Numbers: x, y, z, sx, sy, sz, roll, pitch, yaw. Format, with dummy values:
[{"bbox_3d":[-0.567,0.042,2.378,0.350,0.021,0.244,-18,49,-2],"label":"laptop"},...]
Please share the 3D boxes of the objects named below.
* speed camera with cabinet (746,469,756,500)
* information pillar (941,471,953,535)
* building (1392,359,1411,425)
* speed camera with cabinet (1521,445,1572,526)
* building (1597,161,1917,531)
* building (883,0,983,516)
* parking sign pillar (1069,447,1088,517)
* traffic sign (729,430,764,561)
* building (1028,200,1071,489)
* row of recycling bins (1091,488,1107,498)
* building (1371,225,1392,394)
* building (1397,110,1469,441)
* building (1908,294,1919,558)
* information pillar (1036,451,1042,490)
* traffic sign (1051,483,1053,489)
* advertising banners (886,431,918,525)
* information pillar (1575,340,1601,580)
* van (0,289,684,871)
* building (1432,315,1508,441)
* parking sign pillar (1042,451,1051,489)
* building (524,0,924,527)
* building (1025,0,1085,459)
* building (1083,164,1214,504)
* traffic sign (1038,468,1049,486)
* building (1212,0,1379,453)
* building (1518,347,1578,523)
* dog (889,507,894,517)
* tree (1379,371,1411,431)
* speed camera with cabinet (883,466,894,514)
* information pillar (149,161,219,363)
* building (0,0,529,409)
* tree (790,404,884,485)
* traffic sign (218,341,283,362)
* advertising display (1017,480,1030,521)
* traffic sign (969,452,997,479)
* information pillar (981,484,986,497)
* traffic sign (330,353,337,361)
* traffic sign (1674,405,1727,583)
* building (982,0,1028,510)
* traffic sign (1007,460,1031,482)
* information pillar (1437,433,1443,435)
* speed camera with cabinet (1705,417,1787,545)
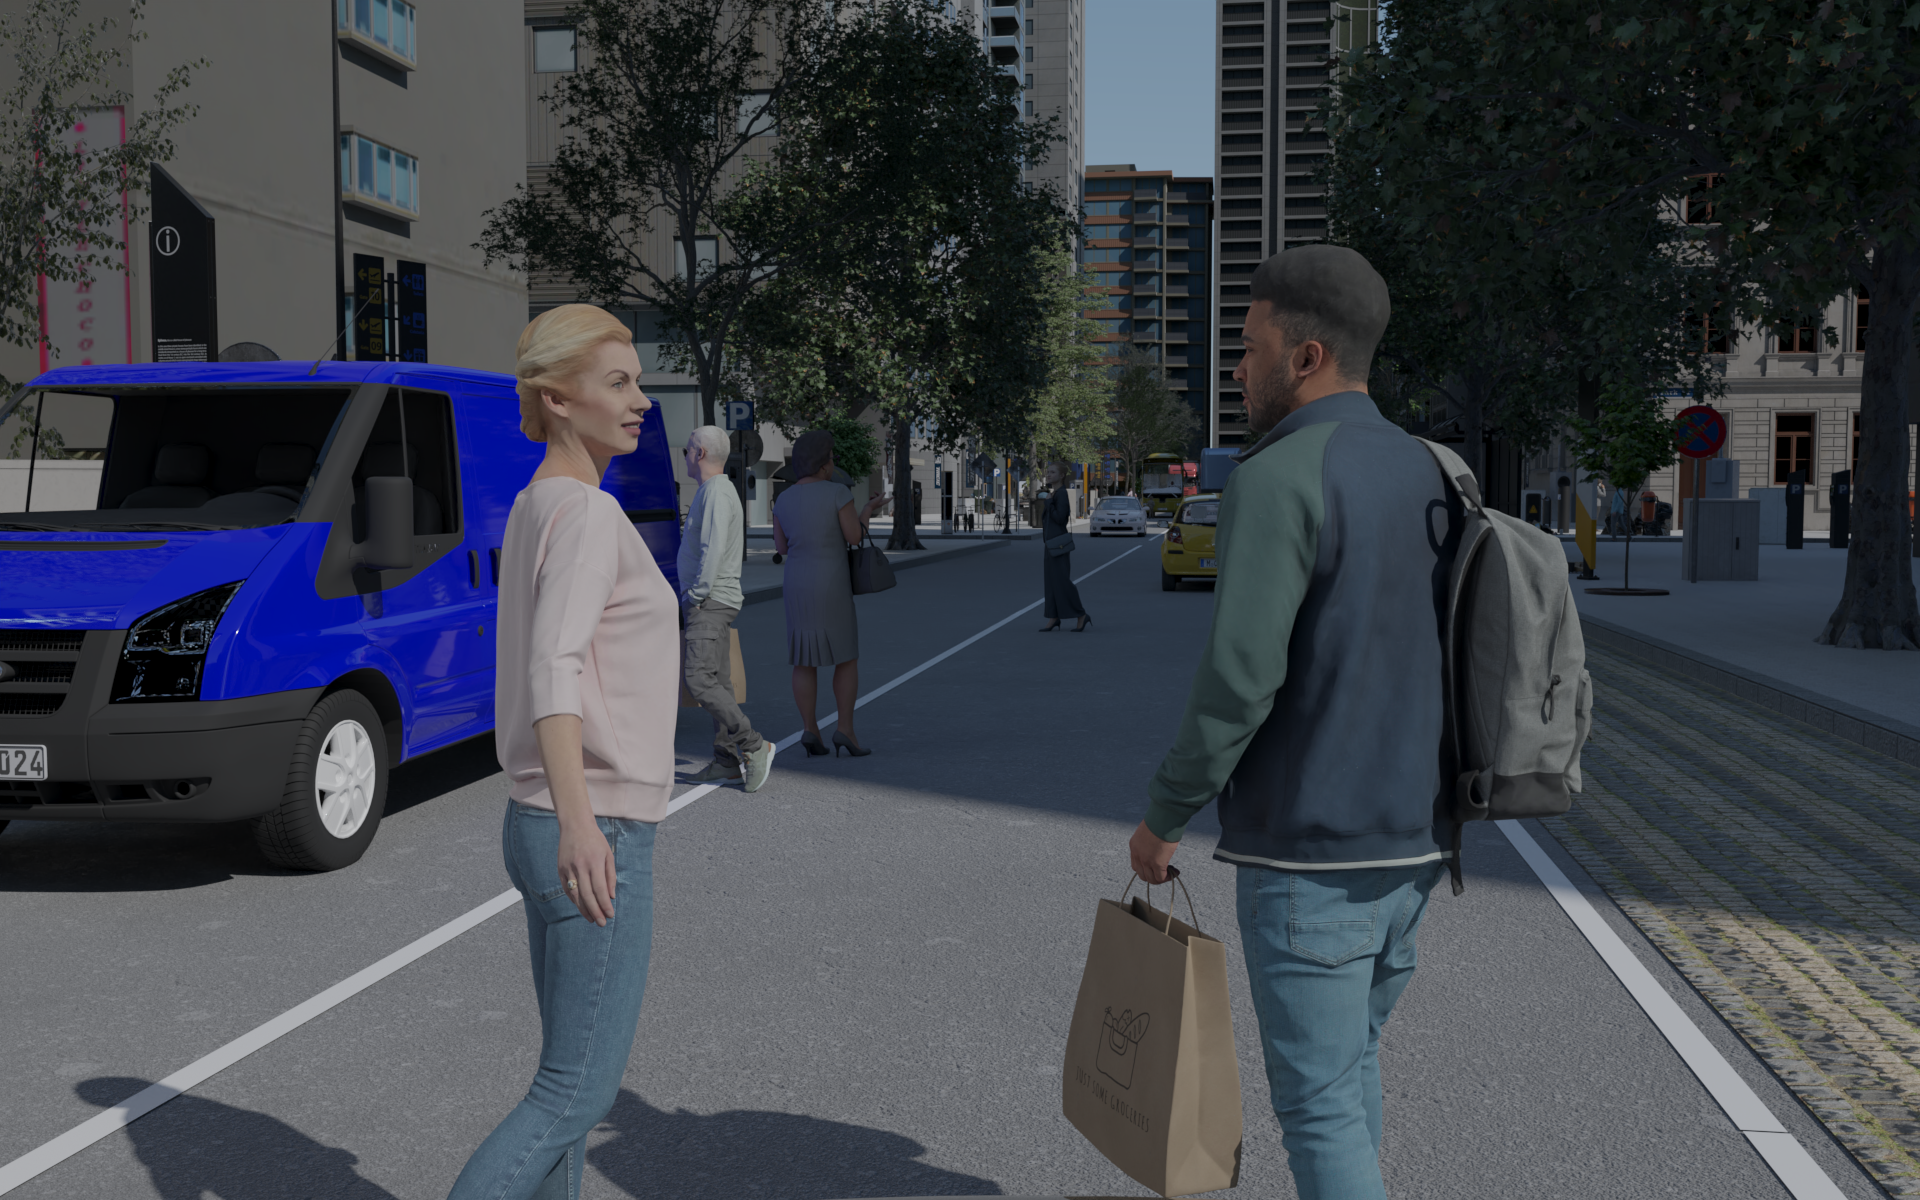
[{"bbox_3d":[-8.232,-4.234,63.560,0.660,3.252,2.038,2,4,24],"label":"speed camera with cabinet"},{"bbox_3d":[-0.414,-3.086,54.950,0.304,2.012,0.304,-1,4,-22],"label":"information pillar"},{"bbox_3d":[50.578,-44.434,164.742,20.563,71.187,20.611,1,4,9],"label":"building"},{"bbox_3d":[23.315,-4.573,69.108,2.038,3.252,0.660,0,4,-6],"label":"speed camera with cabinet"},{"bbox_3d":[34.758,-13.924,63.820,21.152,22.565,11.583,1,4,9],"label":"building"},{"bbox_3d":[-10.880,-35.009,114.392,21.231,58.520,28.212,1,4,9],"label":"building"},{"bbox_3d":[6.369,-6.577,96.011,1.447,3.967,1.447,1,4,17],"label":"parking sign pillar"},{"bbox_3d":[-4.109,-2.012,33.003,0.768,2.556,0.104,1,4,17],"label":"traffic sign"},{"bbox_3d":[3.184,-24.323,169.375,14.160,30.474,14.107,1,4,9],"label":"building"},{"bbox_3d":[8.998,-7.270,125.973,3.534,1.692,1.069,0,4,6],"label":"row of recycling bins"},{"bbox_3d":[49.669,-25.200,183.728,14.160,30.474,14.107,1,4,9],"label":"building"},{"bbox_3d":[47.522,-29.750,141.032,22.147,44.769,28.867,1,4,9],"label":"building"},{"bbox_3d":[24.811,-23.005,26.245,14.600,45.320,14.200,1,4,9],"label":"building"},{"bbox_3d":[4.002,-5.995,89.374,0.504,3.616,0.183,2,4,27],"label":"information pillar"},{"bbox_3d":[4.571,-5.214,85.361,0.768,2.556,0.104,1,4,12],"label":"traffic sign"},{"bbox_3d":[-1.621,-3.131,47.373,0.090,3.025,2.074,-2,4,-25],"label":"advertising banners"},{"bbox_3d":[9.395,-2.114,25.911,0.183,3.616,0.504,-1,4,-9],"label":"information pillar"},{"bbox_3d":[-2.990,-0.249,8.460,2.240,2.365,5.245,1,4,9],"label":"van"},{"bbox_3d":[38.814,-17.788,109.897,14.314,24.678,30.058,1,4,9],"label":"building"},{"bbox_3d":[5.059,-6.919,101.599,1.447,3.967,1.447,1,4,9],"label":"parking sign pillar"},{"bbox_3d":[-17.196,-29.975,79.333,28.713,52.752,27.495,1,4,9],"label":"building"},{"bbox_3d":[2.498,-45.810,187.251,20.611,71.187,20.563,1,4,9],"label":"building"},{"bbox_3d":[19.572,-35.376,233.018,28.867,44.769,22.147,1,4,9],"label":"building"},{"bbox_3d":[4.105,-5.120,83.822,0.768,2.556,0.104,1,4,17],"label":"traffic sign"},{"bbox_3d":[43.705,-48.207,226.439,20.611,71.187,20.563,1,4,9],"label":"building"},{"bbox_3d":[34.732,-18.101,83.335,14.401,28.519,23.554,1,4,9],"label":"building"},{"bbox_3d":[-3.771,-5.052,96.984,0.513,0.831,0.800,-2,4,-33],"label":"dog"},{"bbox_3d":[24.174,-9.249,101.588,4.360,8.622,3.978,0,3,0],"label":"tree"},{"bbox_3d":[-3.884,-6.400,98.978,0.660,3.252,2.038,-2,4,-33],"label":"speed camera with cabinet"},{"bbox_3d":[-5.473,-1.278,12.258,0.504,3.616,0.183,1,4,17],"label":"information pillar"},{"bbox_3d":[-22.333,-24.934,31.368,21.600,48.544,21.300,1,4,9],"label":"building"},{"bbox_3d":[-4.459,-4.857,63.130,4.285,4.588,4.351,0,3,0],"label":"tree"},{"bbox_3d":[-5.956,-0.880,14.498,0.768,2.556,0.104,1,4,9],"label":"traffic sign"},{"bbox_3d":[3.126,-4.647,81.189,0.974,1.923,0.123,-1,4,-20],"label":"advertising display"},{"bbox_3d":[0.610,-2.761,47.327,0.795,2.593,0.064,1,4,9],"label":"traffic sign"},{"bbox_3d":[1.646,-7.139,121.219,0.304,2.012,0.304,3,4,36],"label":"information pillar"},{"bbox_3d":[-5.768,-0.981,16.036,0.884,2.594,0.081,1,4,10],"label":"traffic sign"},{"bbox_3d":[10.569,-1.515,24.870,0.768,2.556,0.104,1,4,10],"label":"traffic sign"},{"bbox_3d":[-5.076,-50.979,146.172,22.319,86.520,31.000,1,4,9],"label":"building"},{"bbox_3d":[1.852,-3.243,55.215,0.795,2.593,0.064,1,4,9],"label":"traffic sign"},{"bbox_3d":[16.948,-4.282,61.365,0.183,3.616,0.504,-1,4,-9],"label":"information pillar"},{"bbox_3d":[20.199,-3.053,44.249,2.038,3.252,0.660,3,5,42],"label":"speed camera with cabinet"}]
